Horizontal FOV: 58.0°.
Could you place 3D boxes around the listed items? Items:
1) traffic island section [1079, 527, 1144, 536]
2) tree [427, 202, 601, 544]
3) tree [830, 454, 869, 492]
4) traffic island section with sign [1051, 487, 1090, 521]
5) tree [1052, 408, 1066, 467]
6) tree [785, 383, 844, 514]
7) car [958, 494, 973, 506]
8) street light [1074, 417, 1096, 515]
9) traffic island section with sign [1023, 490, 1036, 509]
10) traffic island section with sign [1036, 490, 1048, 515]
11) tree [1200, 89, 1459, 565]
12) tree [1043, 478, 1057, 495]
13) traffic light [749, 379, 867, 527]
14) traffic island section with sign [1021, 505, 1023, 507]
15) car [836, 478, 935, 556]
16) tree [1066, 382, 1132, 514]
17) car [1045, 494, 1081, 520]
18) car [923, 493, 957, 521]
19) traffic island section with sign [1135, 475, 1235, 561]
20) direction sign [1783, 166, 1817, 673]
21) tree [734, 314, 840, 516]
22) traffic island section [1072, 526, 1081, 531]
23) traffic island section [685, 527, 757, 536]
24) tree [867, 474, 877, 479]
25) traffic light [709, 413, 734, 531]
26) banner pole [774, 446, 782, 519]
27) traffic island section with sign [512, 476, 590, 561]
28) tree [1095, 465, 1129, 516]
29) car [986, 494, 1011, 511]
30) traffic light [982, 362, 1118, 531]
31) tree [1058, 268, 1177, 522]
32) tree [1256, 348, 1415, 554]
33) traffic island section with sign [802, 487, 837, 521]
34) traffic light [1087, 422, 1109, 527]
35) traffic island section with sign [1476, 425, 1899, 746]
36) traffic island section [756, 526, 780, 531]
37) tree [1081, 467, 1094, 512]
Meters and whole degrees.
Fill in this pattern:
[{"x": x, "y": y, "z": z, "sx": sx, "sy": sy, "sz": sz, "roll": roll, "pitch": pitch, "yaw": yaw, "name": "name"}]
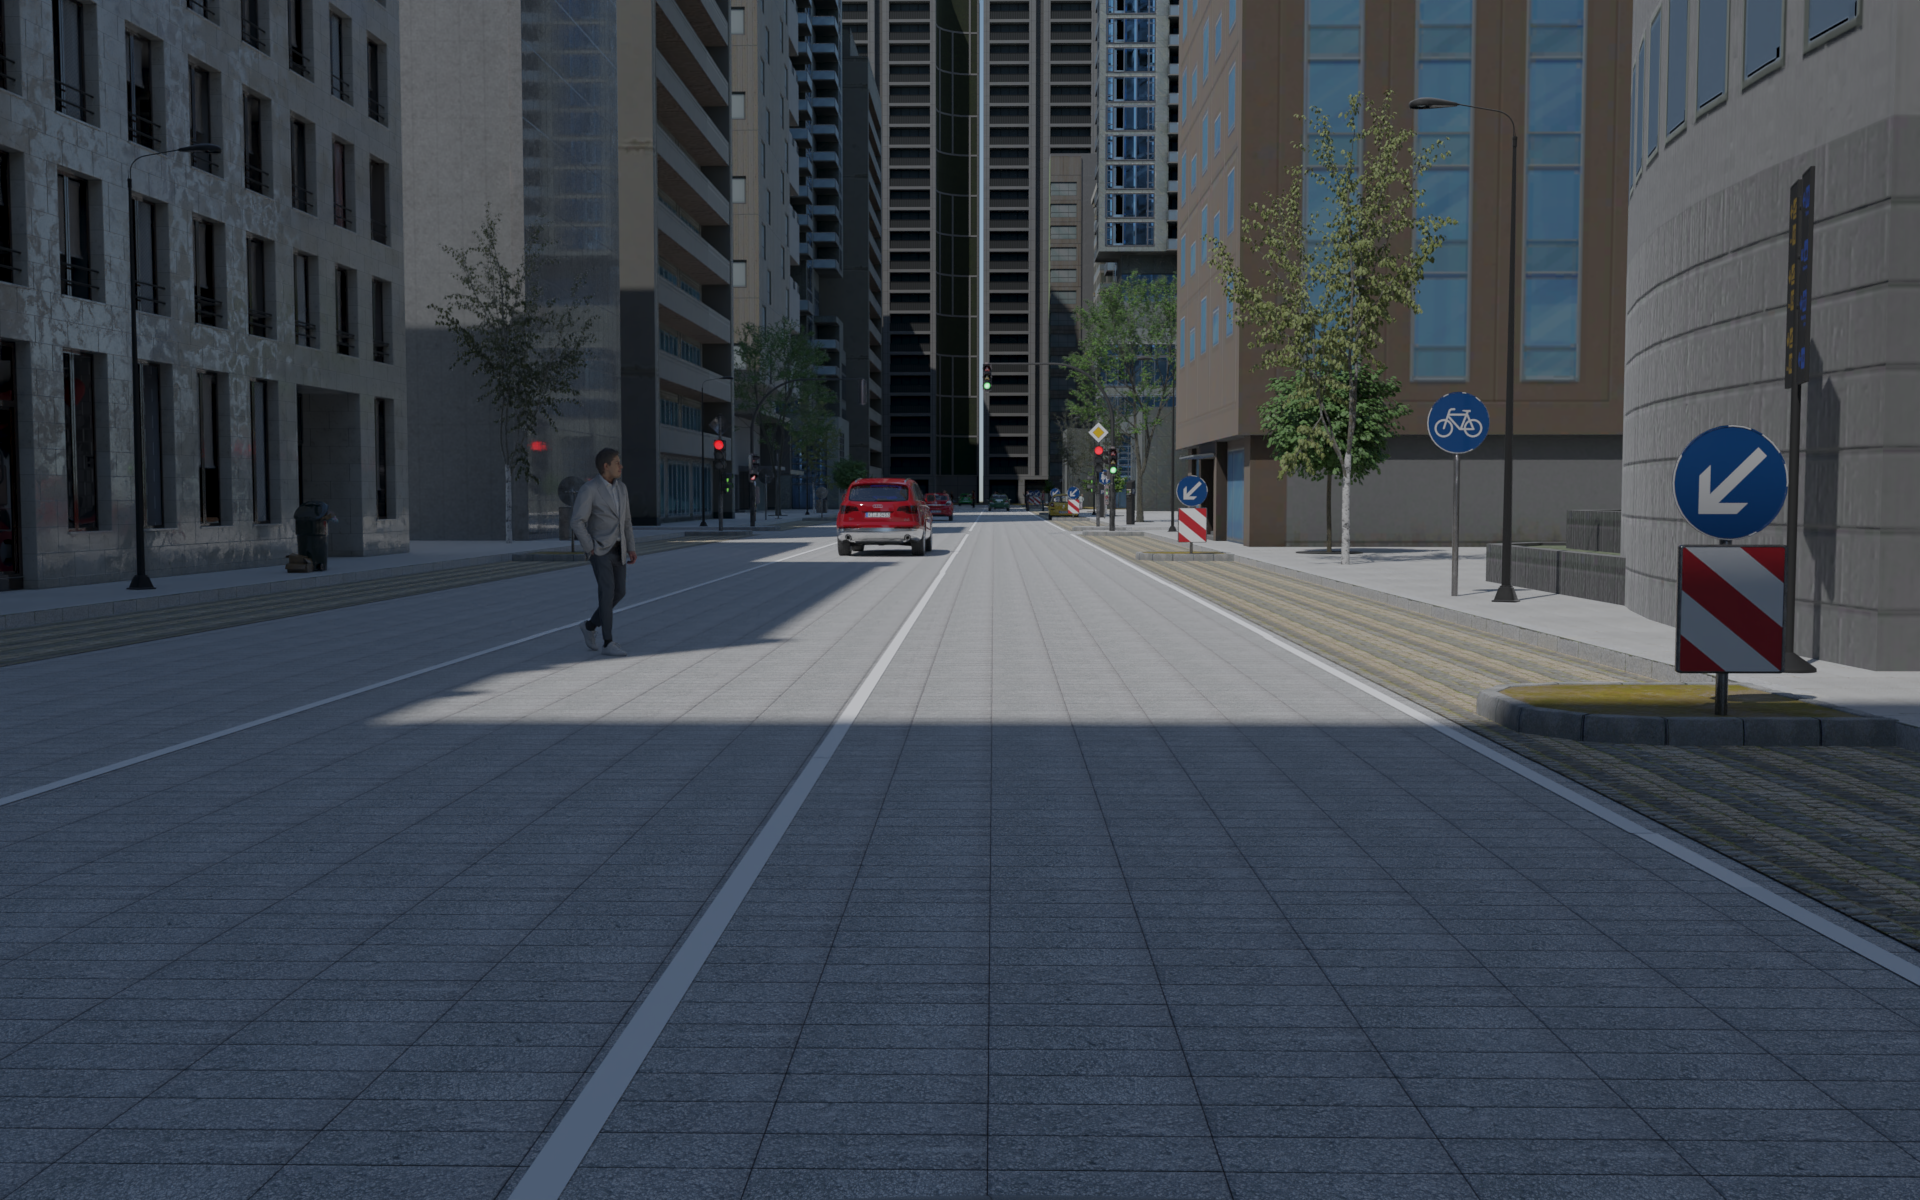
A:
[{"x": 5.287, "y": -2.311, "z": 60.067, "sx": 2.009, "sy": 0.180, "sz": 2.903, "roll": 0, "pitch": 4, "yaw": 1, "name": "traffic island section"}, {"x": -11.455, "y": -5.770, "z": 44.704, "sx": 4.360, "sy": 8.622, "sz": 3.978, "roll": 0, "pitch": 3, "yaw": 0, "name": "tree"}, {"x": -8.982, "y": -9.583, "z": 140.397, "sx": 4.285, "sy": 4.588, "sz": 4.351, "roll": 0, "pitch": 3, "yaw": 0, "name": "tree"}, {"x": 5.934, "y": -5.144, "z": 92.732, "sx": 1.989, "sy": 1.847, "sz": 2.006, "roll": 0, "pitch": 4, "yaw": 1, "name": "traffic island section with sign"}, {"x": 9.600, "y": -11.993, "z": 146.443, "sx": 4.360, "sy": 8.622, "sz": 3.978, "roll": 0, "pitch": 3, "yaw": 0, "name": "tree"}, {"x": -9.595, "y": -9.991, "z": 113.718, "sx": 4.737, "sy": 8.622, "sz": 4.395, "roll": 0, "pitch": 3, "yaw": 0, "name": "tree"}, {"x": 0.736, "y": -12.325, "z": 210.316, "sx": 1.959, "sy": 1.807, "sz": 4.718, "roll": 0, "pitch": 4, "yaw": 1, "name": "car"}, {"x": 7.605, "y": -8.103, "z": 105.020, "sx": 1.470, "sy": 5.913, "sz": 1.316, "roll": 0, "pitch": 4, "yaw": 1, "name": "street light"}, {"x": 7.460, "y": -9.885, "z": 170.255, "sx": 1.989, "sy": 1.847, "sz": 2.006, "roll": 0, "pitch": 4, "yaw": 1, "name": "traffic island section with sign"}, {"x": 6.480, "y": -6.820, "z": 120.130, "sx": 1.989, "sy": 1.847, "sz": 2.006, "roll": 0, "pitch": 4, "yaw": 1, "name": "traffic island section with sign"}, {"x": 6.834, "y": -4.959, "z": 31.449, "sx": 4.737, "sy": 8.622, "sz": 4.395, "roll": 0, "pitch": 3, "yaw": 0, "name": "tree"}, {"x": 9.888, "y": -12.239, "z": 194.707, "sx": 1.663, "sy": 3.219, "sz": 1.824, "roll": 0, "pitch": 3, "yaw": 0, "name": "tree"}, {"x": -6.062, "y": -5.719, "z": 68.181, "sx": 4.771, "sy": 5.953, "sz": 1.251, "roll": 0, "pitch": 4, "yaw": 1, "name": "traffic light"}, {"x": 7.991, "y": -11.534, "z": 197.205, "sx": 1.989, "sy": 1.847, "sz": 2.006, "roll": 0, "pitch": 4, "yaw": 1, "name": "traffic island section with sign"}, {"x": -1.766, "y": -2.021, "z": 41.718, "sx": 2.281, "sy": 1.827, "sz": 5.304, "roll": 0, "pitch": 4, "yaw": 2, "name": "car"}, {"x": 9.543, "y": -10.001, "z": 113.871, "sx": 4.360, "sy": 8.622, "sz": 3.978, "roll": 0, "pitch": 3, "yaw": 0, "name": "tree"}, {"x": 5.809, "y": -5.329, "z": 97.355, "sx": 2.015, "sy": 1.641, "sz": 3.980, "roll": 0, "pitch": 4, "yaw": 2, "name": "car"}, {"x": -1.263, "y": -5.167, "z": 93.521, "sx": 2.155, "sy": 1.783, "sz": 4.494, "roll": 0, "pitch": 4, "yaw": 0, "name": "car"}, {"x": 4.853, "y": -1.777, "z": 37.683, "sx": 1.989, "sy": 1.847, "sz": 2.006, "roll": 0, "pitch": 4, "yaw": 1, "name": "traffic island section with sign"}, {"x": 6.007, "y": -1.251, "z": 12.456, "sx": 0.379, "sy": 3.537, "sz": 0.876, "roll": 1, "pitch": 4, "yaw": 17, "name": "direction sign"}, {"x": -10.809, "y": -10.755, "z": 101.601, "sx": 9.928, "sy": 11.665, "sz": 9.643, "roll": 0, "pitch": 3, "yaw": 0, "name": "tree"}, {"x": 5.444, "y": -2.799, "z": 68.050, "sx": 2.009, "sy": 0.180, "sz": 2.903, "roll": 0, "pitch": 4, "yaw": 1, "name": "traffic island section"}, {"x": -8.351, "y": -2.328, "z": 60.339, "sx": 2.009, "sy": 0.180, "sz": 2.903, "roll": 0, "pitch": 4, "yaw": 1, "name": "traffic island section"}, {"x": -8.279, "y": -10.426, "z": 165.071, "sx": 1.663, "sy": 3.219, "sz": 1.824, "roll": 0, "pitch": 3, "yaw": 0, "name": "tree"}, {"x": -8.312, "y": -4.360, "z": 60.203, "sx": 0.839, "sy": 4.253, "sz": 0.868, "roll": 0, "pitch": 4, "yaw": 1, "name": "traffic light"}, {"x": -9.420, "y": -6.085, "z": 89.512, "sx": 0.401, "sy": 3.779, "sz": 0.863, "roll": 0, "pitch": 4, "yaw": -2, "name": "banner pole"}, {"x": -8.467, "y": -1.768, "z": 37.529, "sx": 1.989, "sy": 1.847, "sz": 2.006, "roll": 0, "pitch": 4, "yaw": 1, "name": "traffic island section with sign"}, {"x": 9.076, "y": -6.466, "z": 100.316, "sx": 1.663, "sy": 3.219, "sz": 1.824, "roll": 0, "pitch": 3, "yaw": 0, "name": "tree"}, {"x": 3.300, "y": -8.259, "z": 146.830, "sx": 2.131, "sy": 1.459, "sz": 4.920, "roll": 0, "pitch": 4, "yaw": 1, "name": "car"}, {"x": 3.154, "y": -5.210, "z": 59.853, "sx": 4.771, "sy": 5.953, "sz": 1.251, "roll": 0, "pitch": 4, "yaw": 1, "name": "traffic light"}, {"x": 8.321, "y": -9.346, "z": 78.565, "sx": 9.928, "sy": 11.665, "sz": 9.643, "roll": 0, "pitch": 3, "yaw": 0, "name": "tree"}, {"x": 8.081, "y": -3.283, "z": 37.396, "sx": 4.285, "sy": 4.588, "sz": 4.351, "roll": 0, "pitch": 3, "yaw": 0, "name": "tree"}, {"x": -7.379, "y": -5.155, "z": 92.914, "sx": 1.989, "sy": 1.847, "sz": 2.006, "roll": 0, "pitch": 4, "yaw": 1, "name": "traffic island section with sign"}, {"x": 5.404, "y": -4.833, "z": 67.937, "sx": 0.839, "sy": 4.253, "sz": 0.868, "roll": 0, "pitch": 4, "yaw": 1, "name": "traffic light"}, {"x": 4.333, "y": -0.129, "z": 10.732, "sx": 1.989, "sy": 1.847, "sz": 2.006, "roll": 0, "pitch": 4, "yaw": 1, "name": "traffic island section with sign"}, {"x": -8.195, "y": -2.816, "z": 68.322, "sx": 2.009, "sy": 0.180, "sz": 2.903, "roll": 0, "pitch": 4, "yaw": 1, "name": "traffic island section"}, {"x": 9.432, "y": -7.905, "z": 123.844, "sx": 1.663, "sy": 3.219, "sz": 1.824, "roll": 0, "pitch": 3, "yaw": 0, "name": "tree"}]
